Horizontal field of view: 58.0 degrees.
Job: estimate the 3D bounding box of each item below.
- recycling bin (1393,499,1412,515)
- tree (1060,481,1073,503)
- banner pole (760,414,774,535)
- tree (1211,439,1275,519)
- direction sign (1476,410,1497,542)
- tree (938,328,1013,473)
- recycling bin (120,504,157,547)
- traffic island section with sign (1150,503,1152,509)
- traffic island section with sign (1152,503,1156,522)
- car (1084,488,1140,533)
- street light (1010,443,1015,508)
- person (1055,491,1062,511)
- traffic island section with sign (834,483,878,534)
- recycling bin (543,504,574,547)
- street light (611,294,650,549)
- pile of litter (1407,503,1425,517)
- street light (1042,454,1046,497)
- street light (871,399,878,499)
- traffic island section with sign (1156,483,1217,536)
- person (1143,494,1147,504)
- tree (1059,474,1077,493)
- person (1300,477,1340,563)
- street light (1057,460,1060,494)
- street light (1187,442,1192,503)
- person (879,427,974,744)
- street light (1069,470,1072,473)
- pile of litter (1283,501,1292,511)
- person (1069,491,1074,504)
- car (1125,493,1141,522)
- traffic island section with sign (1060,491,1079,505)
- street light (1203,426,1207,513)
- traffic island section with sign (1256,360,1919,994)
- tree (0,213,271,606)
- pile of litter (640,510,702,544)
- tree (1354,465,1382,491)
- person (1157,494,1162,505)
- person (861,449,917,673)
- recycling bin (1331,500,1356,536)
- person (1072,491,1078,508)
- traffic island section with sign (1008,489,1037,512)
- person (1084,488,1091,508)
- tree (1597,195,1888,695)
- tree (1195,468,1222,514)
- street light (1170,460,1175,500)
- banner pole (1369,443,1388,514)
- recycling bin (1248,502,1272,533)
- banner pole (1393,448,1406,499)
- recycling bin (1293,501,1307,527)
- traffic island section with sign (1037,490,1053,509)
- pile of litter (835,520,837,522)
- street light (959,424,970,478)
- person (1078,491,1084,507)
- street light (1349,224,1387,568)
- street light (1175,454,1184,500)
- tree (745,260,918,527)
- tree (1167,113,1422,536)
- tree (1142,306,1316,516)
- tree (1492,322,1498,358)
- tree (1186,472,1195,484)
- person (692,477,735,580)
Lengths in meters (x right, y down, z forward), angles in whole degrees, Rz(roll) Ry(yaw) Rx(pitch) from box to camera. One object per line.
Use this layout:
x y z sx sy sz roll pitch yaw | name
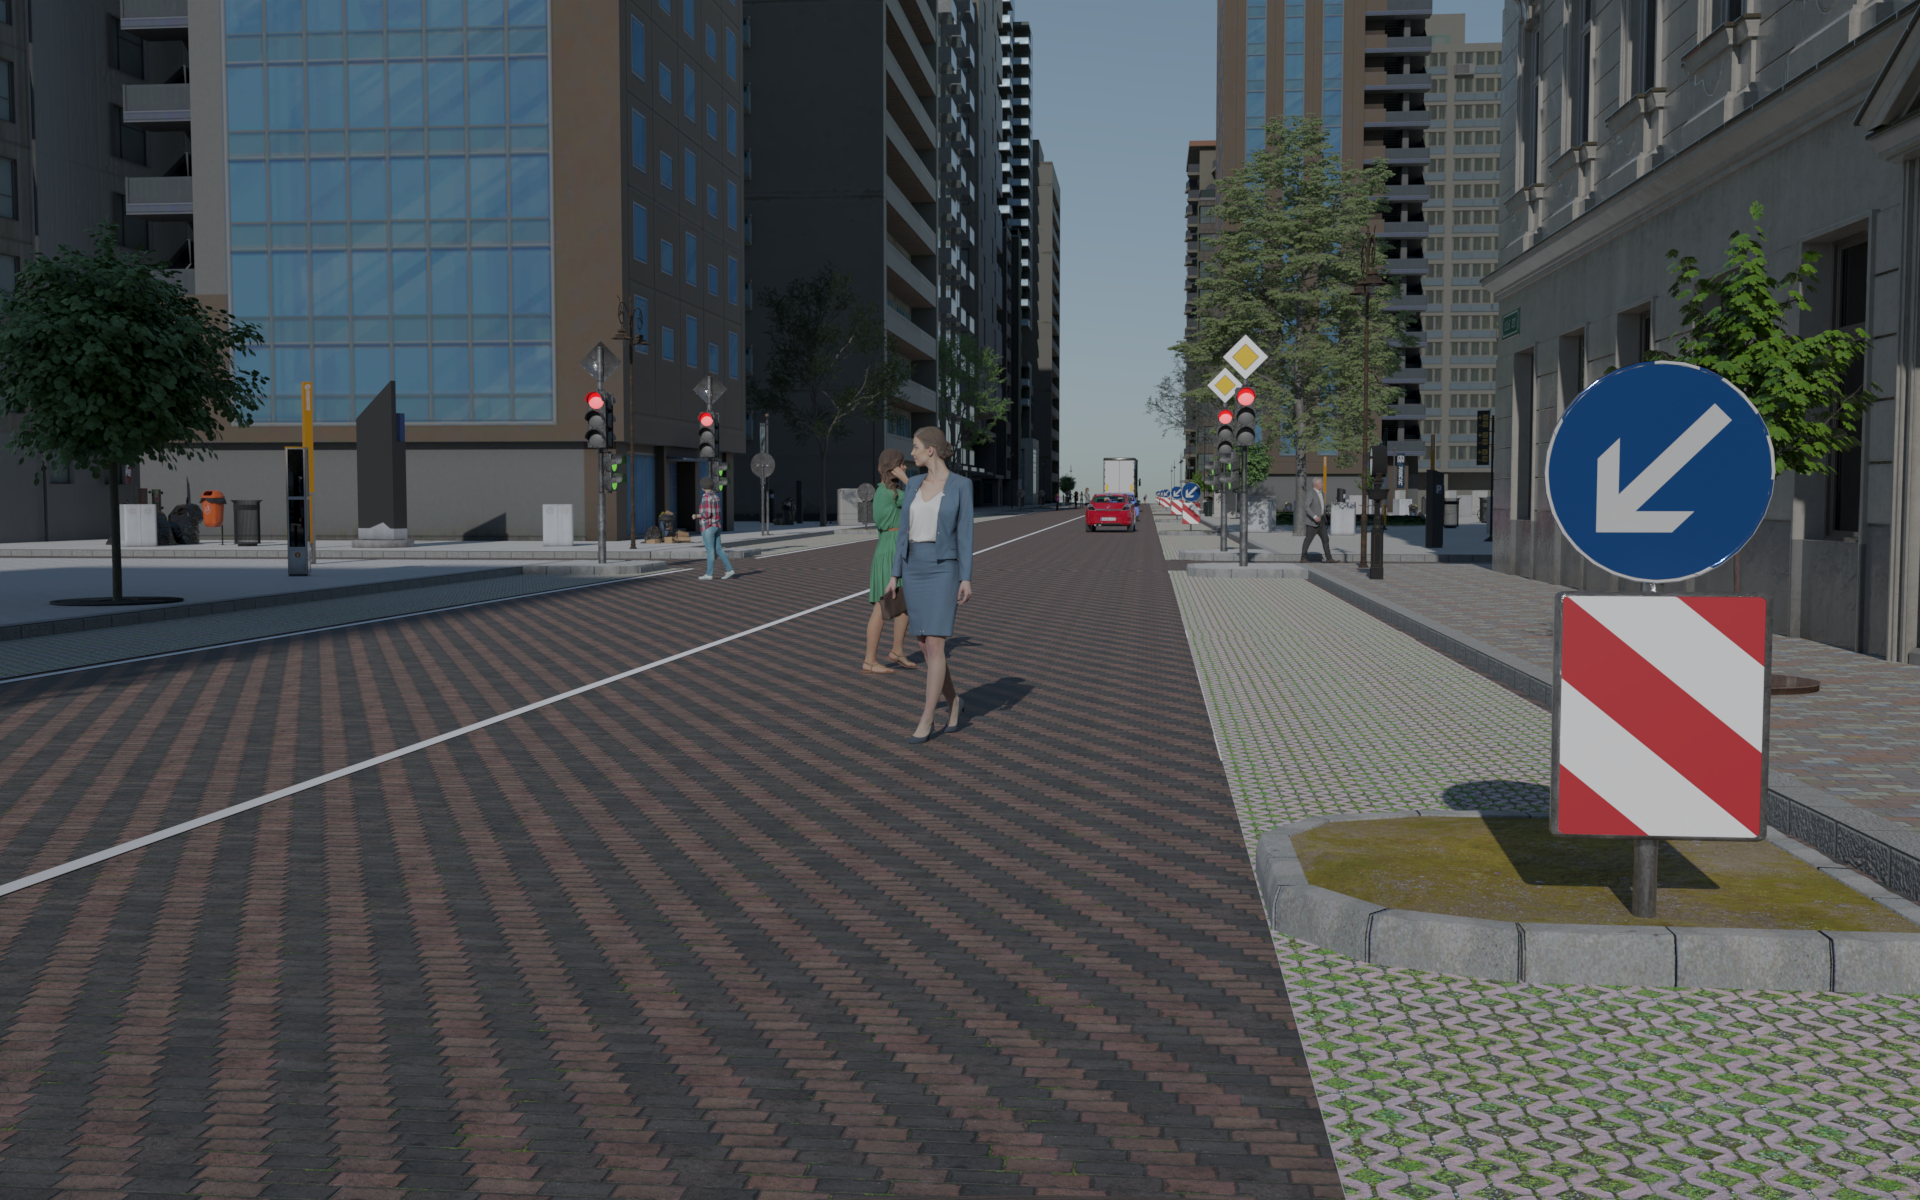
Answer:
22.576 -4.638 88.383 0.722 1.027 0.722 -1 4 -16 | recycling bin
15.603 -16.069 257.333 1.663 3.219 1.824 0 3 0 | tree
-6.052 -3.894 53.689 0.401 3.779 0.863 1 4 15 | banner pole
14.641 -6.483 89.710 4.285 4.588 4.351 0 3 0 | tree
14.359 -3.348 46.739 0.876 3.537 0.379 3 4 38 | direction sign
-0.580 -11.040 106.267 9.928 11.665 9.643 0 3 0 | tree
-20.073 -1.821 42.319 0.722 1.027 0.722 -2 4 -34 | recycling bin
16.337 -7.924 138.185 1.989 1.847 2.006 0 4 6 | traffic island section with sign
10.873 -4.832 87.628 1.989 1.847 2.006 0 4 6 | traffic island section with sign
5.778 -3.489 66.083 2.155 1.783 4.494 0 4 8 | car
4.623 -11.086 154.038 0.468 5.910 1.993 0 4 6 | street light
8.389 -8.465 147.586 0.721 1.739 1.217 -2 4 -25 | person
-3.376 -3.266 62.027 1.989 1.847 2.006 0 4 6 | traffic island section with sign
-9.884 -1.839 42.629 0.722 1.027 0.722 -1 4 -11 | recycling bin
-7.625 -4.126 40.244 0.468 5.910 1.993 0 4 6 | street light
21.259 -4.135 81.570 1.719 0.858 1.176 1 4 18 | pile of litter
9.633 -13.878 199.690 0.468 5.910 1.993 0 4 6 | street light
-3.819 -6.366 76.877 0.468 5.910 1.993 0 4 6 | street light
7.906 -3.154 60.196 1.989 1.847 2.006 0 4 6 | traffic island section with sign
25.630 -13.928 239.458 0.421 1.427 0.697 -1 4 -22 | person
16.463 -17.400 268.202 4.285 4.588 4.351 0 3 0 | tree
7.343 -1.619 35.362 0.834 1.777 0.661 3 4 36 | person
13.417 -16.119 236.326 0.468 5.910 1.993 0 4 6 | street light
20.150 -10.966 152.086 0.468 5.910 1.993 0 4 6 | street light
-0.119 -0.100 10.151 0.581 1.822 0.654 3 5 44 | person
17.494 -18.369 273.119 0.468 5.910 1.993 0 4 6 | street light
19.778 -5.441 102.926 1.176 0.858 1.719 3 5 43 | pile of litter
14.369 -13.306 226.051 1.348 1.824 0.705 1 4 12 | person
8.601 -5.021 91.683 1.945 1.707 3.694 0 4 4 | car
13.745 -12.957 220.470 1.989 1.847 2.006 0 4 6 | traffic island section with sign
16.303 -8.726 115.457 0.468 5.910 1.993 0 4 6 | street light
2.057 0.164 5.945 1.989 1.847 2.006 0 4 6 | traffic island section with sign
-10.052 -2.242 20.365 4.285 4.588 4.351 0 3 0 | tree
-7.549 -1.920 45.360 1.719 0.858 1.176 -1 4 -17 | pile of litter
21.798 -5.899 91.044 1.663 3.219 1.824 0 3 0 | tree
25.137 -12.700 216.698 0.990 1.755 0.434 2 4 34 | person
-0.565 -0.319 13.957 0.529 1.795 0.600 -2 4 -26 | person
11.916 -2.525 53.837 0.722 1.027 0.722 1 4 16 | recycling bin
11.507 -10.045 173.251 0.721 1.766 1.217 -2 4 -26 | person
4.907 -7.952 138.642 1.989 1.847 2.006 0 4 6 | traffic island section with sign
7.059 -5.251 94.622 0.573 1.790 0.520 -1 4 -21 | person
5.146 -1.022 11.319 1.663 3.219 1.824 0 3 0 | tree
16.416 -7.169 111.811 1.663 3.219 1.824 0 3 0 | tree
28.997 -15.997 234.331 0.468 5.910 1.993 0 4 6 | street light
18.142 -5.206 75.135 0.863 3.779 0.401 -1 4 -9 | banner pole
9.937 -2.748 57.477 0.722 1.027 0.722 1 4 20 | recycling bin
23.627 -6.327 93.460 0.863 3.779 0.401 -1 4 -12 | banner pole
13.357 -3.353 67.377 0.722 1.027 0.722 1 4 13 | recycling bin
7.849 -9.613 165.804 1.989 1.847 2.006 0 4 6 | traffic island section with sign
-4.973 -3.942 78.414 1.176 0.858 1.719 -2 4 -33 | pile of litter
0.175 -8.606 113.490 0.468 5.910 1.993 0 4 6 | street light
13.286 -11.026 189.501 1.217 1.735 0.721 -1 4 -13 | person
7.027 -3.498 29.986 0.468 5.910 1.993 0 4 6 | street light
25.136 -13.752 197.625 0.468 5.910 1.993 0 4 6 | street light
-5.192 -8.182 68.185 8.767 10.594 7.601 2 4 32 | tree
10.148 -8.231 52.706 7.486 12.596 7.792 0 3 0 | tree
16.096 -11.742 102.357 12.009 13.543 11.850 0 3 0 | tree
20.569 -6.746 60.655 4.737 8.622 4.395 0 3 0 | tree
17.439 -8.144 127.755 1.663 3.219 1.824 0 3 0 | tree
-4.144 -1.206 29.052 0.643 1.720 0.563 1 4 17 | person
